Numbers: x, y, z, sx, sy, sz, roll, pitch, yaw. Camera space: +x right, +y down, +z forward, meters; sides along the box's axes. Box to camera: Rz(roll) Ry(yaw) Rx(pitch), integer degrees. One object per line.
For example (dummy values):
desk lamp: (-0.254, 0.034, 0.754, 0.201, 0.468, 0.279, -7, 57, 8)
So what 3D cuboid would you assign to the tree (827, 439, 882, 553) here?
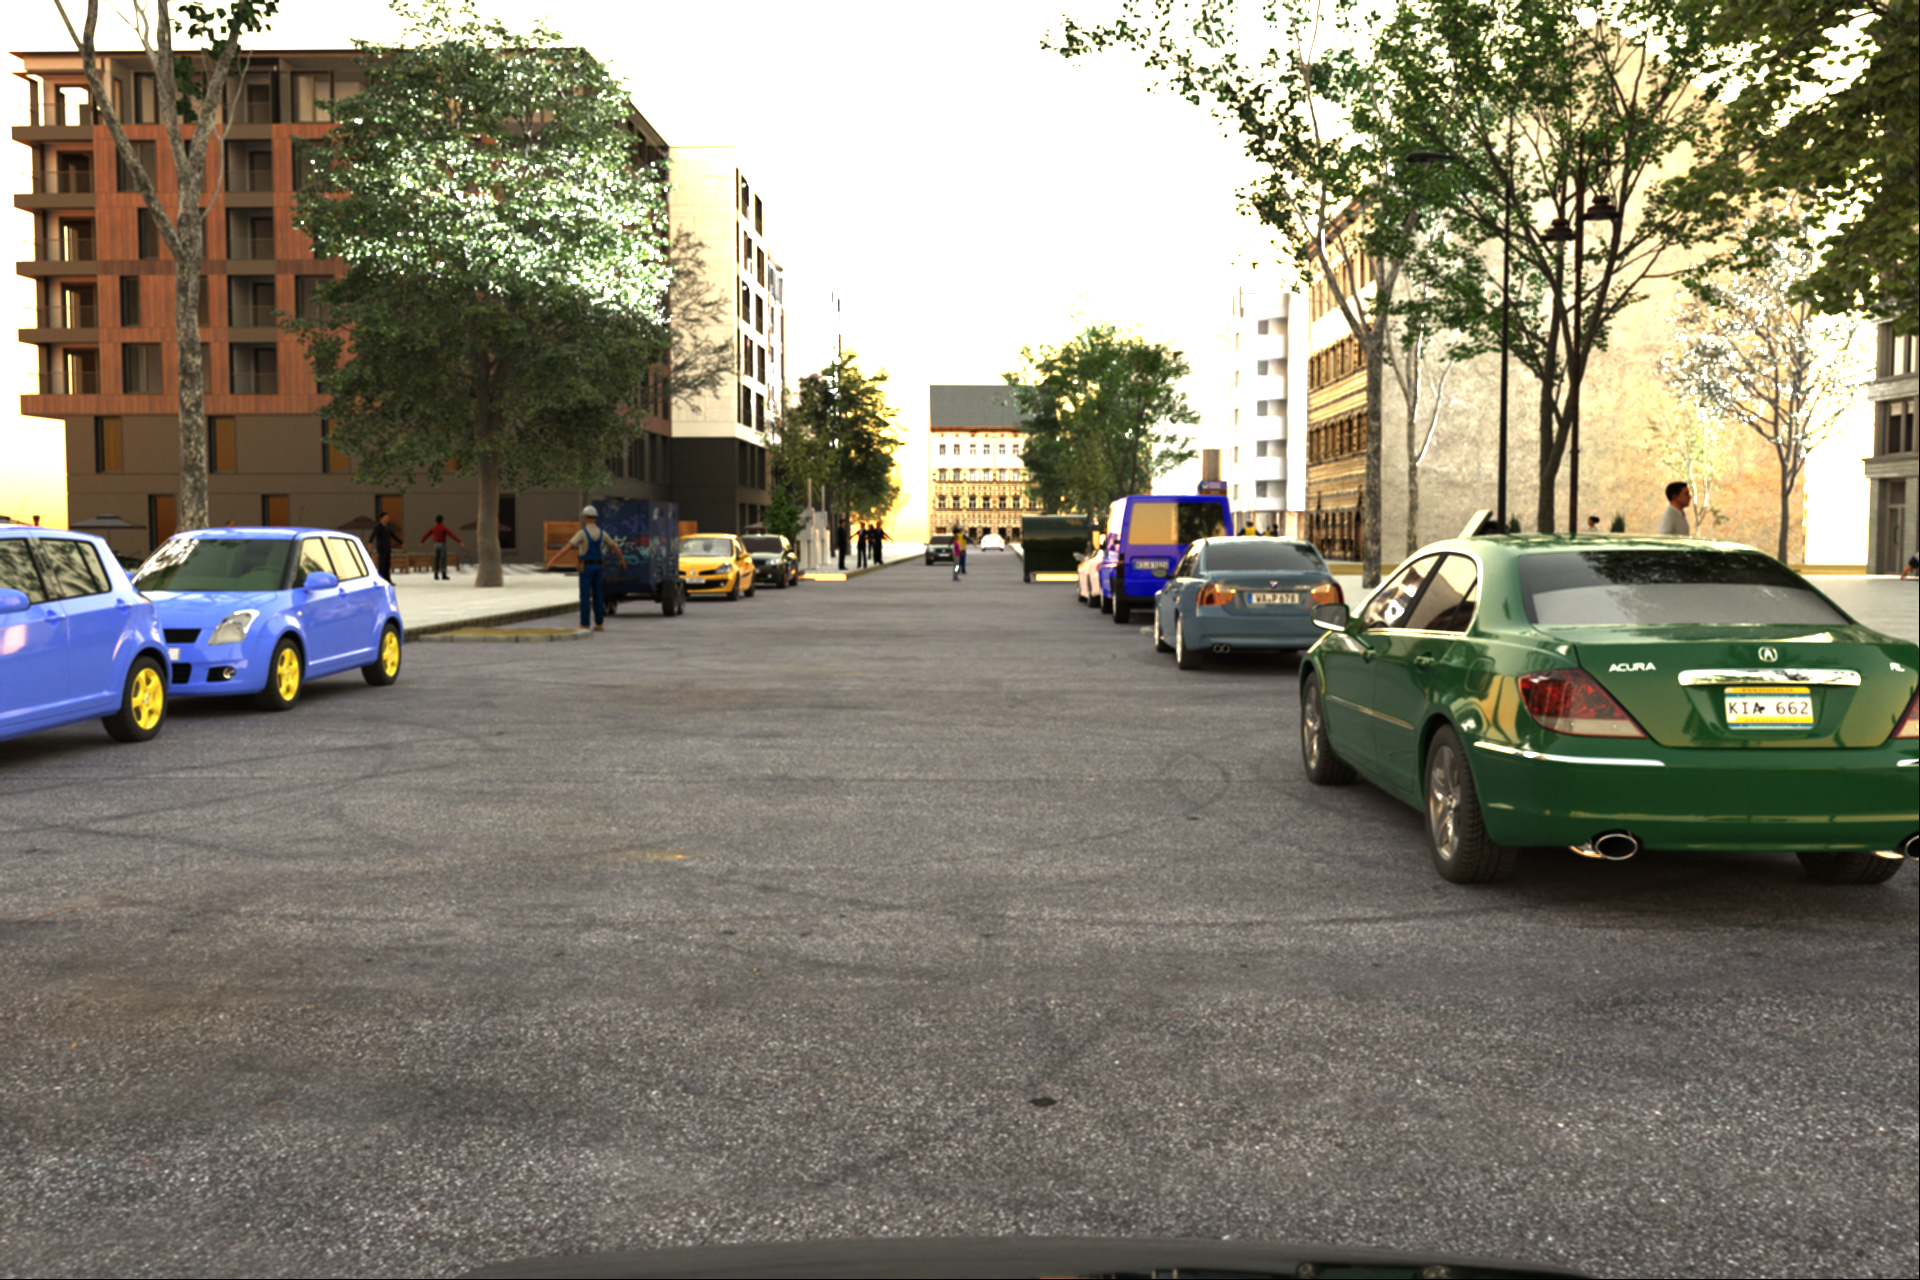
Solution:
tree: (-7.502, -10.091, 115.343, 4.360, 8.622, 3.978, 0, 3, 0)

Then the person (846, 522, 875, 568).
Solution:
person: (-3.703, -3.550, 64.764, 1.216, 1.740, 0.721, 2, 4, 24)

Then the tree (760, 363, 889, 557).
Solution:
tree: (-7.328, -9.840, 95.291, 7.601, 10.594, 8.767, 1, 4, 8)

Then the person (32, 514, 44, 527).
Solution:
person: (-26.965, -2.741, 50.603, 1.343, 1.855, 0.704, -1, 4, -23)

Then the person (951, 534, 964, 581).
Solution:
person: (-0.055, -2.522, 52.961, 0.599, 1.433, 0.991, 1, 4, 15)

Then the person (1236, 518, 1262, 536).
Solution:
person: (10.147, -3.362, 60.931, 1.349, 1.833, 0.705, -1, 4, -12)

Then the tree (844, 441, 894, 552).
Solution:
tree: (-6.912, -10.770, 126.454, 4.360, 8.622, 3.978, 0, 3, 0)

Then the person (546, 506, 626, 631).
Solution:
person: (-5.477, -1.058, 25.611, 1.347, 1.847, 0.705, -3, 5, -43)

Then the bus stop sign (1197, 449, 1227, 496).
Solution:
bus stop sign: (7.788, -3.950, 53.591, 0.837, 3.901, 0.837, 0, 4, 1)

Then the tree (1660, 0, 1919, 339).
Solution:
tree: (8.499, -5.740, 11.983, 7.486, 12.596, 7.792, 0, 3, 0)

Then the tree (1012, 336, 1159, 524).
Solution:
tree: (8.130, -12.382, 109.093, 9.857, 13.997, 8.962, 0, 3, 0)

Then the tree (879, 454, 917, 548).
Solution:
tree: (-6.189, -12.747, 158.776, 4.360, 8.622, 3.978, 0, 3, 0)

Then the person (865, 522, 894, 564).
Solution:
person: (-3.457, -4.096, 73.199, 1.346, 1.802, 0.704, -2, 4, -24)

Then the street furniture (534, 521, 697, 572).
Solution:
street furniture: (-10.839, -3.396, 62.379, 9.812, 1.723, 11.010, -1, 4, -14)

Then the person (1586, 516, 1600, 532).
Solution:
person: (16.154, -2.312, 44.570, 0.721, 1.739, 1.217, 0, 4, -7)

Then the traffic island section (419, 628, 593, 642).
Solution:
traffic island section: (-6.169, -0.064, 23.909, 1.991, 0.108, 1.994, 0, 4, 1)

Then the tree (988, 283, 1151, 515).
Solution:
tree: (8.493, -16.983, 133.567, 12.611, 20.169, 13.585, 0, 3, 0)

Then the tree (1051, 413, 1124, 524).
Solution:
tree: (7.595, -9.117, 99.422, 4.737, 8.622, 4.395, 0, 3, 0)

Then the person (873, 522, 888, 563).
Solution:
person: (-3.639, -4.397, 78.078, 0.705, 1.806, 1.347, 2, 4, 26)

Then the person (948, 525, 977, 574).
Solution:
person: (0.079, -3.268, 62.356, 1.216, 1.772, 0.721, 2, 4, 32)

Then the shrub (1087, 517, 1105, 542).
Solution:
shrub: (5.524, -3.630, 63.771, 1.690, 2.028, 1.600, 0, 3, 0)

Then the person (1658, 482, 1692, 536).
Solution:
person: (7.334, -0.704, 17.672, 0.704, 1.810, 1.344, 3, 4, 37)

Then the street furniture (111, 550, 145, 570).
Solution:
street furniture: (-29.833, -3.015, 64.930, 5.734, 0.657, 10.072, -1, 4, -23)

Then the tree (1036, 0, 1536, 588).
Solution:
tree: (8.700, -11.354, 41.529, 12.611, 20.169, 13.585, 0, 3, 0)

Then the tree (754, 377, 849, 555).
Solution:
tree: (-7.542, -8.047, 81.925, 4.737, 8.622, 4.395, 0, 3, 0)

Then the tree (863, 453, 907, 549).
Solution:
tree: (-6.307, -12.390, 152.945, 4.360, 8.622, 3.978, 0, 3, 0)

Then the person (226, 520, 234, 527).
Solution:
person: (-23.145, -2.958, 55.169, 0.721, 1.733, 1.217, 0, 4, 7)

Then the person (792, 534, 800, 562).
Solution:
person: (-7.291, -4.451, 78.549, 0.705, 1.858, 1.354, 0, 4, 6)

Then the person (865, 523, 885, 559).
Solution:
person: (-4.501, -5.054, 88.410, 1.354, 1.856, 0.705, -1, 4, -9)

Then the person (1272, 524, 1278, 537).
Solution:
person: (17.040, -5.365, 93.863, 0.704, 1.843, 1.345, 2, 4, 27)

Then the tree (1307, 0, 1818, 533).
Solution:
tree: (9.619, -6.232, 27.650, 9.928, 11.665, 9.643, 0, 3, 0)

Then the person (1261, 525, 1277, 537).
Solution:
person: (16.425, -5.235, 92.057, 1.216, 1.772, 0.721, 3, 4, 36)

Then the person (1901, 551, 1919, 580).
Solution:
person: (8.426, -0.496, 14.091, 1.345, 1.831, 0.704, 1, 4, 22)

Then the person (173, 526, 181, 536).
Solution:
person: (-17.049, -1.950, 38.454, 0.617, 1.759, 0.750, 0, 4, -1)

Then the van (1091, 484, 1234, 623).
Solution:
van: (3.434, -1.531, 29.422, 2.240, 2.365, 5.245, 0, 4, 1)

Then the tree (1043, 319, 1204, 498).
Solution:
tree: (8.152, -9.745, 85.090, 9.928, 11.665, 9.643, 0, 3, 0)

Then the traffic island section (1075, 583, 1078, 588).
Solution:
traffic island section: (4.128, -1.462, 46.769, 1.991, 0.108, 1.994, 0, 4, 1)

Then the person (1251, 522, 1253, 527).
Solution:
person: (12.682, -4.256, 75.716, 0.704, 1.812, 1.346, 0, 4, -7)

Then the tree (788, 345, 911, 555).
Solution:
tree: (-6.852, -11.401, 104.538, 7.486, 12.596, 7.792, 0, 3, 0)

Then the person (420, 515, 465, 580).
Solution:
person: (-14.611, -2.607, 48.729, 1.345, 1.816, 0.704, 1, 4, 10)

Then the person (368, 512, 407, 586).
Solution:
person: (-14.249, -2.256, 42.939, 0.704, 1.823, 1.345, 1, 4, 21)

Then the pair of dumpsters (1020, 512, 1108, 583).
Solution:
pair of dumpsters: (3.998, -2.828, 51.192, 4.436, 2.255, 1.574, 0, 3, 0)

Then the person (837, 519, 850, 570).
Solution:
person: (-4.207, -3.444, 62.251, 0.705, 1.837, 1.347, -1, 4, -17)
